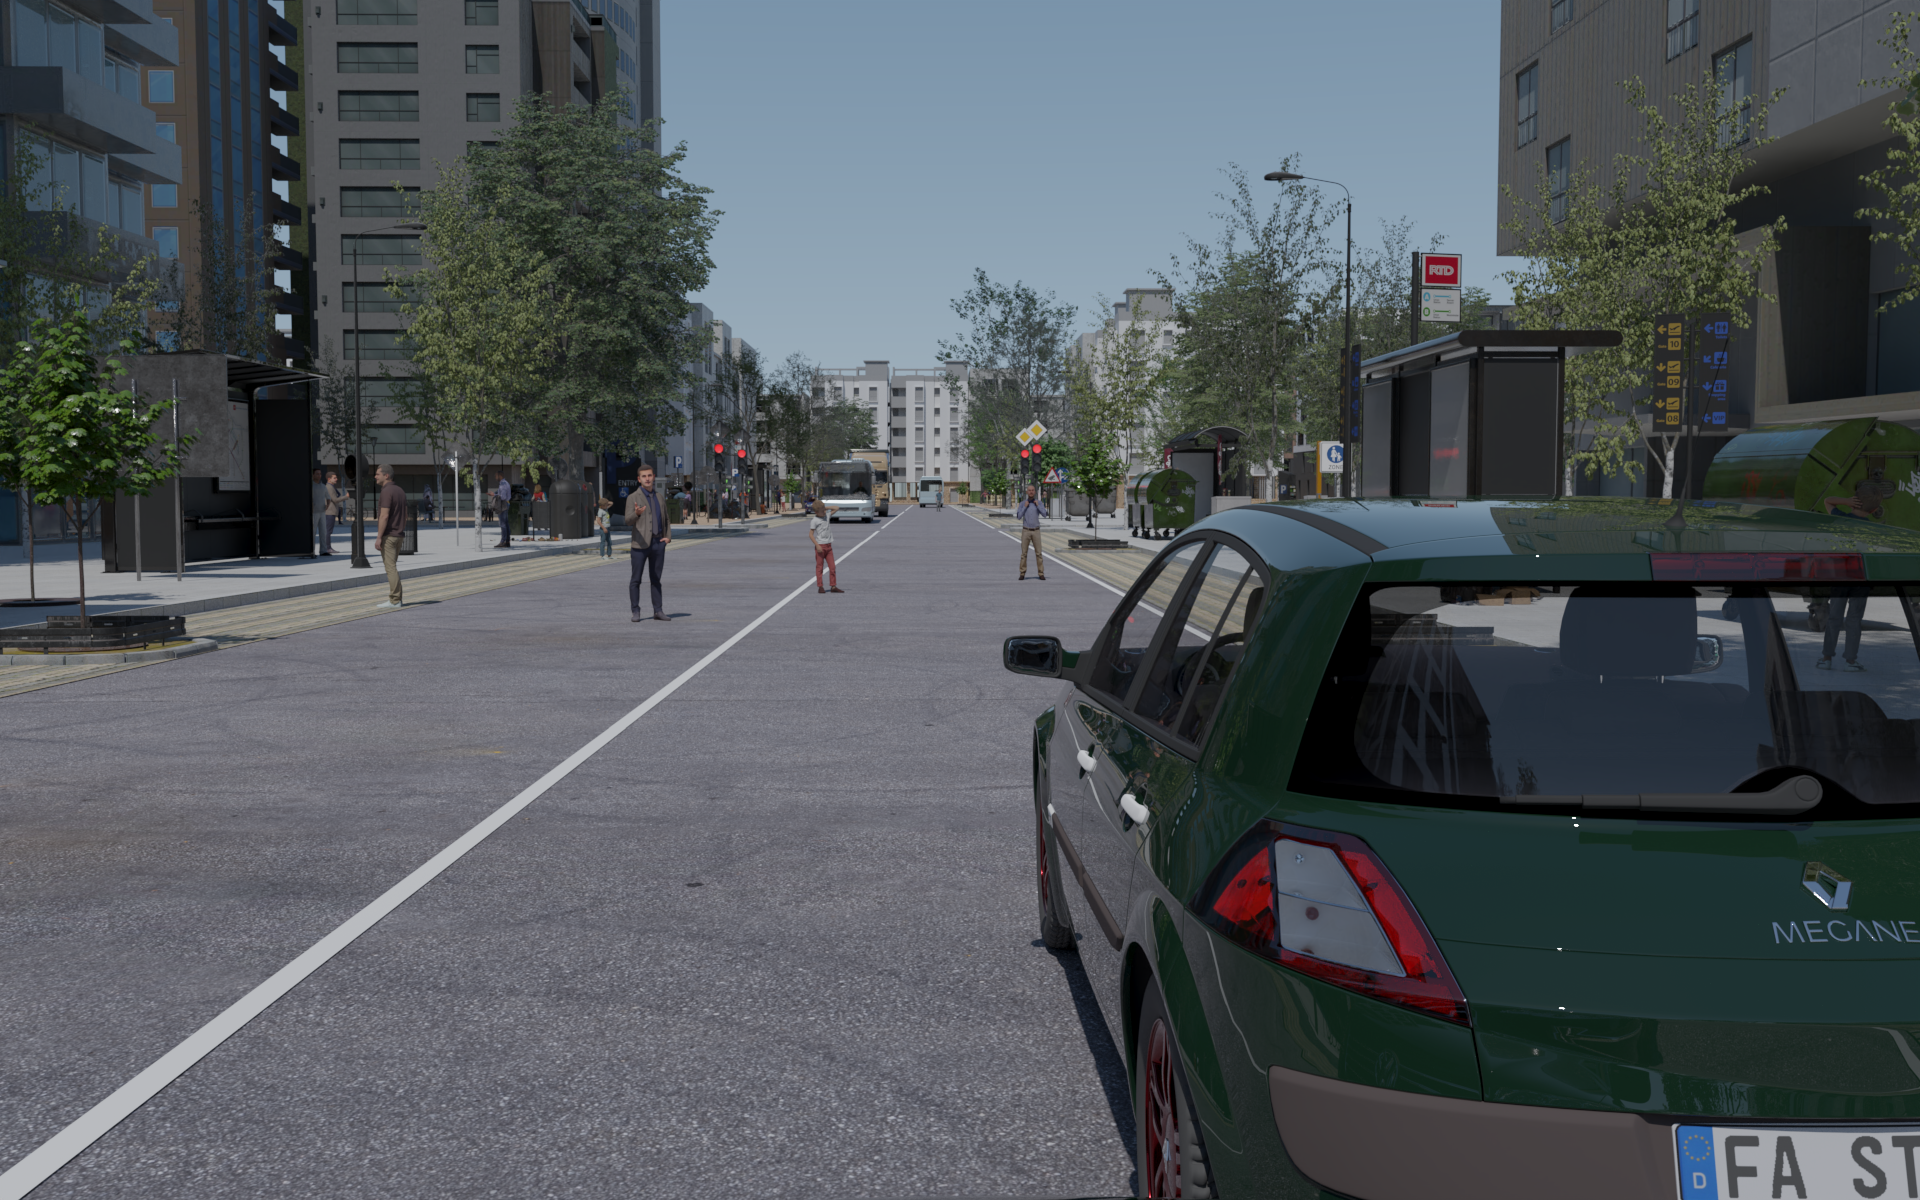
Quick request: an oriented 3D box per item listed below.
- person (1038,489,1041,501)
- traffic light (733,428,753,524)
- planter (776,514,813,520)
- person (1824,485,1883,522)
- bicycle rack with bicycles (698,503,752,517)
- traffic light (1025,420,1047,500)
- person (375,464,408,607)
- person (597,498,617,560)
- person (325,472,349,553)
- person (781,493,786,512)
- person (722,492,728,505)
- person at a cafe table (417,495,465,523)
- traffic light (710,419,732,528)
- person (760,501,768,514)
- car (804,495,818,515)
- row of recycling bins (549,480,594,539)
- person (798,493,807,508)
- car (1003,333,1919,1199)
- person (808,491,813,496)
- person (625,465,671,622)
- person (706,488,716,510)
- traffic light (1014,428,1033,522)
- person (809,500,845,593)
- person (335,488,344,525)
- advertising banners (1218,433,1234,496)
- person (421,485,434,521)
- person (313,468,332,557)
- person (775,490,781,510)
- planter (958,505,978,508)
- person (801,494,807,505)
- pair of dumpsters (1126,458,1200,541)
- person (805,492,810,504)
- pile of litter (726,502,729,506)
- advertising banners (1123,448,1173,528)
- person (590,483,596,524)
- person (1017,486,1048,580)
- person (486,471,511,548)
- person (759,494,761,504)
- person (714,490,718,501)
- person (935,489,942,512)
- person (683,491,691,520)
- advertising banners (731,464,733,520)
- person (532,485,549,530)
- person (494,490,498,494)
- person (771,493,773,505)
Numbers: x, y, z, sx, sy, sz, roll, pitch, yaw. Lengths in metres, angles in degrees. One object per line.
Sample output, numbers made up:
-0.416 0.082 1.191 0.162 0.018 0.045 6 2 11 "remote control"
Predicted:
6.234 -7.916 136.133 0.551 1.740 0.621 3 4 38 "person"
-9.160 -5.150 73.118 0.839 4.253 0.868 0 4 -1 "traffic light"
-9.338 -4.695 97.898 1.991 0.319 1.994 0 4 -1 "planter"
6.443 -0.160 12.563 0.435 1.345 0.340 2 4 35 "person"
-13.049 -5.116 97.034 2.925 0.926 2.852 1 4 10 "bicycle rack with bicycles"
2.869 -4.676 65.373 0.839 4.253 0.868 0 4 -1 "traffic light"
-7.206 -0.808 21.842 0.434 1.807 0.598 1 4 17 "person"
-7.654 -1.538 37.559 0.340 1.345 0.435 0 4 3 "person"
-13.457 -1.893 37.519 0.750 1.759 0.617 -1 4 -12 "person"
-12.638 -6.977 124.028 0.435 1.345 0.340 0 4 5 "person"
-13.602 -5.679 99.834 0.436 1.711 0.756 1 4 22 "person"
-23.200 -4.032 76.790 1.698 1.238 1.726 3 4 38 "person at a cafe table"
-9.010 -4.661 65.134 0.839 4.253 0.868 0 4 -1 "traffic light"
-12.496 -5.846 109.909 0.859 0.850 0.655 1 4 10 "person"
-9.960 -6.678 121.762 1.945 1.354 3.894 0 4 -2 "car"
-11.376 -2.662 50.641 1.069 1.692 3.534 0 4 -4 "row of recycling bins"
-14.509 -9.332 159.344 0.721 1.736 1.217 2 4 34 "person"
1.136 0.337 4.279 2.009 1.686 4.222 0 4 -1 "car"
-18.768 -12.893 217.649 0.742 1.727 0.445 1 4 14 "person"
-3.444 -0.634 19.396 0.617 1.759 0.750 -2 4 -29 "person"
-17.403 -6.984 121.036 0.742 1.727 0.445 -1 4 -17 "person"
2.719 -5.164 73.357 0.839 4.253 0.868 0 4 -1 "traffic light"
-1.926 -0.772 25.027 0.340 1.345 0.435 3 5 40 "person"
-26.182 -4.036 72.485 0.683 1.767 0.568 -2 4 -30 "person"
7.539 -3.245 49.249 0.090 3.025 2.074 0 4 -2 "advertising banners"
-25.622 -4.685 83.307 0.621 1.740 0.551 -1 4 -10 "person"
-13.041 -1.772 35.157 0.789 1.805 0.875 2 4 34 "person"
-14.350 -7.907 136.028 0.576 1.737 0.504 2 4 26 "person"
0.834 -9.427 175.268 1.991 0.319 1.994 0 4 -1 "planter"
-17.977 -11.805 199.576 0.617 1.759 0.750 2 4 34 "person"
5.796 -2.877 49.534 1.574 2.255 4.437 0 4 -1 "pair of dumpsters"
-19.917 -13.208 221.950 1.348 1.831 0.705 -2 4 -30 "person"
-14.931 -6.000 112.060 1.176 0.858 1.719 3 4 36 "pile of litter"
7.245 -4.265 65.918 2.074 3.025 0.090 1 4 11 "advertising banners"
-15.669 -4.071 73.158 0.434 1.755 0.990 -3 4 -38 "person"
1.201 -1.117 28.819 0.516 1.574 0.319 0 4 5 "person"
-11.055 -2.171 41.401 0.599 1.838 0.709 0 4 -4 "person"
-13.082 -6.272 112.496 0.435 1.345 0.340 3 4 38 "person"
-22.607 -9.356 160.481 0.415 1.643 0.593 -2 4 -27 "person"
-1.713 -8.130 141.552 0.598 1.807 0.434 -1 4 -12 "person"
-13.647 -4.717 86.394 0.421 1.427 0.697 1 4 18 "person"
-11.502 -5.584 87.489 0.090 3.025 2.074 0 4 -8 "advertising banners"
-14.759 -3.256 60.985 0.593 1.614 0.444 3 5 40 "person"
-19.556 -4.118 74.103 0.841 1.734 0.376 0 4 5 "person"
-22.663 -12.250 206.857 0.617 1.759 0.750 0 4 3 "person"
